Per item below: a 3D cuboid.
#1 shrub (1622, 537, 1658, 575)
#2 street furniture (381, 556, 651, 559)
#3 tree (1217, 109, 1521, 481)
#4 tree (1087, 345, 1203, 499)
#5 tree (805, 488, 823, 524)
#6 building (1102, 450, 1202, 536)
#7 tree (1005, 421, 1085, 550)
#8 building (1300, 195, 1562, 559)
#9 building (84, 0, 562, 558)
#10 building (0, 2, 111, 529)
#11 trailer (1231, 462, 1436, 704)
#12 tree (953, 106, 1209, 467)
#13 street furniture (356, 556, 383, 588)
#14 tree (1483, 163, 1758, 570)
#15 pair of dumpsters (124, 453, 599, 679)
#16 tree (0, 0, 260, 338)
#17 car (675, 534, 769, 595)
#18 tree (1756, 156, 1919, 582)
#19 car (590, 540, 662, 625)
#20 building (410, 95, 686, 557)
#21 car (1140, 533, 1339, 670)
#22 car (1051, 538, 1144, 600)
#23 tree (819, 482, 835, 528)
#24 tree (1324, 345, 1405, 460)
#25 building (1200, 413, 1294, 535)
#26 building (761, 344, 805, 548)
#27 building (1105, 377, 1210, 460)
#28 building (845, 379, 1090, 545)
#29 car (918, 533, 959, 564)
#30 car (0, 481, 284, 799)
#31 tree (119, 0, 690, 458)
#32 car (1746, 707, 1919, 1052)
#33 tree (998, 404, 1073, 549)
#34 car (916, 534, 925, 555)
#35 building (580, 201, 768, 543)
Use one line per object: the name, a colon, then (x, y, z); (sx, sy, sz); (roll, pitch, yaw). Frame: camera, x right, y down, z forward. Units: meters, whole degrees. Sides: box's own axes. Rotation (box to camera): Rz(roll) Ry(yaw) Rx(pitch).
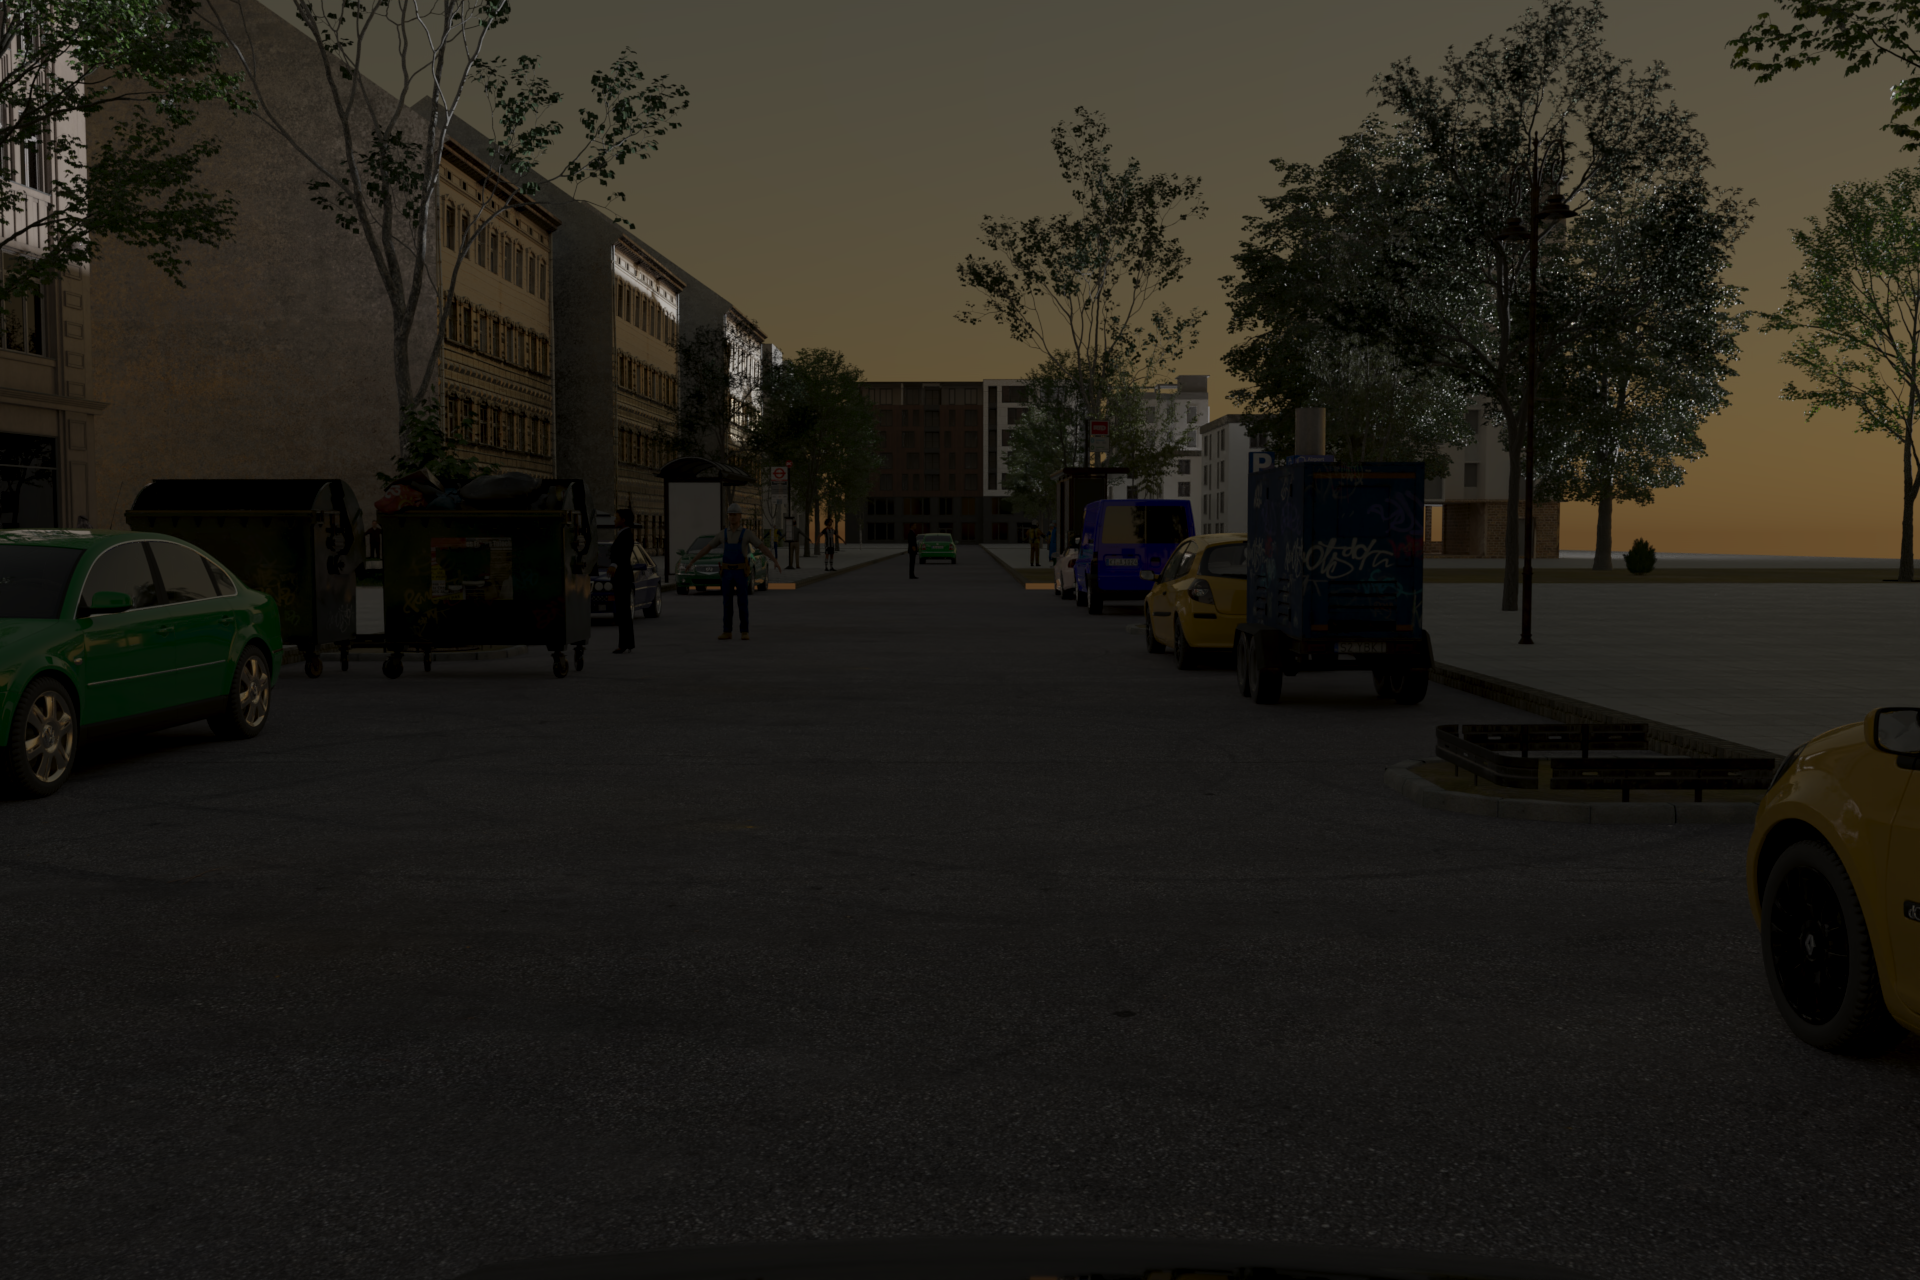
shrub: (21.152, -2.615, 53.870); (1.383, 1.207, 1.383); (0, 3, 0)
street furniture: (-15.670, -2.718, 60.061); (10.072, 0.657, 5.734); (1, 4, 18)
tree: (12.035, -8.891, 52.019); (9.857, 13.997, 8.962); (0, 3, 0)
tree: (7.144, -7.208, 68.217); (4.737, 8.622, 4.395); (0, 3, 0)
tree: (-22.214, -19.464, 236.364); (7.486, 12.596, 7.792); (0, 3, 0)
building: (21.017, -15.006, 187.493); (9.099, 9.664, 28.070); (0, 4, 0)
tree: (7.292, -12.416, 137.421); (8.767, 10.594, 7.601); (3, 5, 45)
building: (25.565, -15.097, 103.250); (16.016, 20.090, 11.380); (0, 4, 0)
building: (-29.057, -14.934, 75.096); (19.493, 23.208, 18.063); (0, 4, 0)
building: (-28.894, -13.715, 36.255); (10.469, 25.551, 25.511); (0, 4, 1)
trailer: (3.187, -0.525, 15.632); (1.471, 1.999, 3.904); (0, 3, 0)
tree: (5.380, -13.691, 79.730); (12.611, 20.169, 13.585); (0, 3, 0)
street furniture: (-15.175, -1.857, 45.984); (5.734, 0.657, 10.072); (0, 4, 3)
tree: (22.843, -9.457, 61.276); (9.857, 13.997, 8.962); (0, 3, 0)
pair of dumpsters: (-5.999, -0.771, 17.563); (4.436, 2.255, 1.574); (0, 4, 1)
tree: (-12.449, -5.801, 20.603); (9.928, 11.665, 9.643); (0, 3, 0)
car: (-5.782, -1.873, 42.426); (2.131, 1.459, 4.920); (0, 4, 0)
tree: (25.697, -7.376, 46.348); (9.928, 11.665, 9.643); (0, 3, 0)
car: (-6.011, -0.967, 28.396); (1.945, 1.354, 3.894); (0, 3, 0)
building: (-26.485, -16.234, 96.355); (19.493, 23.208, 18.063); (0, 4, 1)
car: (3.113, -0.578, 19.680); (2.015, 1.641, 3.980); (0, 4, -1)
car: (3.138, -1.644, 39.236); (2.083, 1.381, 4.827); (0, 4, 0)
tree: (-17.728, -17.911, 243.199); (4.360, 8.622, 3.978); (0, 3, 0)
tree: (14.422, -6.785, 61.297); (4.360, 8.622, 3.978); (0, 3, 0)
building: (23.220, -10.955, 121.258); (9.099, 9.664, 28.070); (0, 3, 0)
building: (-25.678, -18.974, 176.683); (16.747, 18.905, 31.486); (0, 4, 0)
building: (23.417, -22.107, 217.863); (16.016, 20.090, 11.380); (0, 4, 1)
building: (1.066, -24.111, 240.647); (32.646, 21.610, 27.936); (0, 4, 1)
car: (-1.053, -4.584, 83.744); (1.959, 1.807, 4.718); (0, 4, 0)
car: (-5.820, -0.120, 10.765); (1.959, 1.807, 4.718); (0, 4, 0)
tree: (-11.589, -10.964, 35.151); (12.611, 20.169, 13.585); (0, 3, 0)
car: (3.213, 0.402, 3.654); (2.015, 1.641, 3.980); (0, 4, -1)
tree: (6.737, -14.271, 151.455); (7.486, 12.596, 7.792); (0, 3, 0)
car: (-2.338, -6.628, 120.168); (2.131, 1.459, 4.920); (0, 4, 0)
building: (-24.560, -17.898, 123.561); (19.493, 23.208, 18.063); (0, 4, 1)
